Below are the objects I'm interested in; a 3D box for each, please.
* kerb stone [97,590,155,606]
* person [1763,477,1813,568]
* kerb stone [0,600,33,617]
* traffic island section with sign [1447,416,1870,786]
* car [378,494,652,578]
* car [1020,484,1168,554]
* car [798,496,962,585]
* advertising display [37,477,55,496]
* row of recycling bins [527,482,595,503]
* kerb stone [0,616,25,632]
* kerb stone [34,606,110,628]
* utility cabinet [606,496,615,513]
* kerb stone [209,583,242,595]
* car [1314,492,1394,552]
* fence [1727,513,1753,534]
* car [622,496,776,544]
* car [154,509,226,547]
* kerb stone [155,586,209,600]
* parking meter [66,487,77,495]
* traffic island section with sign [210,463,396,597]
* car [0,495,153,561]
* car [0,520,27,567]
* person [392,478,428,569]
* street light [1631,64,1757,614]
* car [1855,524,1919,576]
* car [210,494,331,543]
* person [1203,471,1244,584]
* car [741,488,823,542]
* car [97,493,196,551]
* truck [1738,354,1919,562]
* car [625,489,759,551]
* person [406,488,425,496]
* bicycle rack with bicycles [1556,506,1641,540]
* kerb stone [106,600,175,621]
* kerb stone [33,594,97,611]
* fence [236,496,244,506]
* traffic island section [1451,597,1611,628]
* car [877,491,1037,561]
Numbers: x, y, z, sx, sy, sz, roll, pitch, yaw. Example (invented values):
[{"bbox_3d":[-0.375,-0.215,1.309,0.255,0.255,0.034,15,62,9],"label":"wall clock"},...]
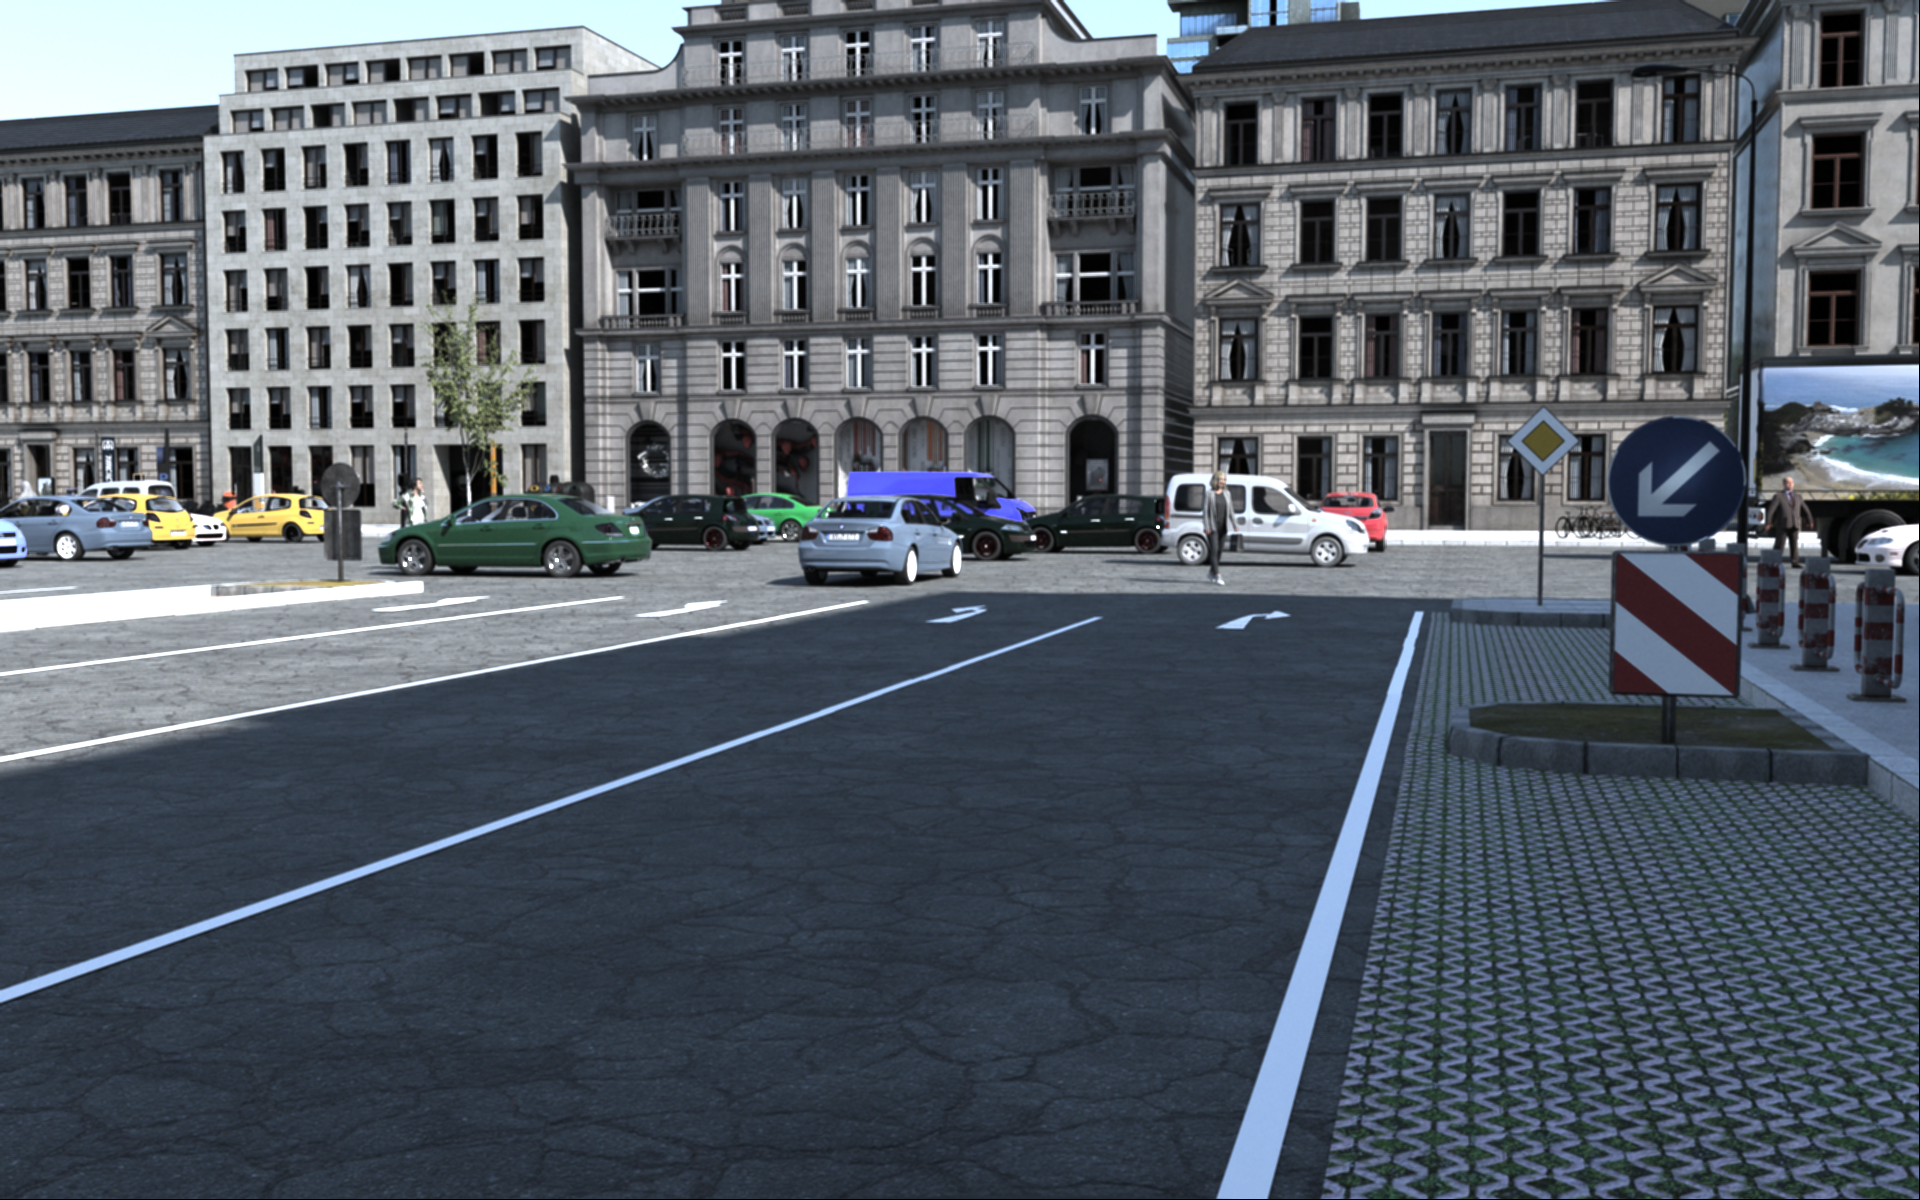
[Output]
[{"bbox_3d":[-10.935,-0.023,22.572,0.120,0.150,1.000,1,4,16],"label":"kerb stone"},{"bbox_3d":[15.992,-1.488,33.381,0.990,1.755,0.434,0,4,0],"label":"person"},{"bbox_3d":[-11.498,0.098,20.587,0.120,0.150,1.000,1,4,16],"label":"kerb stone"},{"bbox_3d":[3.755,-0.060,9.611,1.989,1.847,2.006,1,4,16],"label":"traffic island section with sign"},{"bbox_3d":[-7.911,-1.155,30.676,4.920,1.459,2.131,1,4,14],"label":"car"},{"bbox_3d":[3.351,-1.988,42.291,4.222,1.686,2.009,1,4,16],"label":"car"},{"bbox_3d":[-1.257,-1.016,28.616,2.014,1.417,4.499,1,4,15],"label":"car"},{"bbox_3d":[-34.960,-3.736,66.293,0.974,1.923,0.123,2,4,31],"label":"advertising display"},{"bbox_3d":[-13.601,-3.180,59.110,1.069,1.692,3.534,-3,5,-44],"label":"row of recycling bins"},{"bbox_3d":[-10.059,0.259,18.008,0.120,0.150,1.000,1,4,16],"label":"kerb stone"},{"bbox_3d":[-9.781,0.196,18.996,0.120,0.150,1.000,1,4,16],"label":"kerb stone"},{"bbox_3d":[-13.269,-3.338,65.742,0.306,1.237,1.020,-1,4,-14],"label":"utility cabinet"},{"bbox_3d":[-10.377,-0.144,24.553,0.120,0.150,1.000,1,4,16],"label":"kerb stone"},{"bbox_3d":[10.066,-2.175,44.595,2.155,1.783,4.494,1,4,15],"label":"car"},{"bbox_3d":[24.284,-2.418,54.908,0.278,0.683,2.069,-2,4,-28],"label":"fence"},{"bbox_3d":[-7.473,-2.296,49.544,4.499,1.417,2.014,1,4,16],"label":"car"},{"bbox_3d":[-22.552,-2.162,47.719,4.827,1.381,2.083,1,4,18],"label":"car"},{"bbox_3d":[-10.656,-0.084,23.566,0.120,0.150,1.000,1,4,16],"label":"kerb stone"},{"bbox_3d":[-33.620,-3.498,65.598,0.372,1.533,0.369,0,3,0],"label":"parking meter"},{"bbox_3d":[-9.209,-1.015,24.728,2.006,1.907,1.989,1,4,16],"label":"traffic island section with sign"},{"bbox_3d":[-20.015,-1.588,37.968,4.499,1.417,2.014,1,4,14],"label":"car"},{"bbox_3d":[-20.130,-1.481,33.813,3.694,1.707,1.945,1,4,16],"label":"car"},{"bbox_3d":[-10.295,-1.433,32.652,0.376,1.734,0.841,2,4,34],"label":"person"},{"bbox_3d":[7.941,-2.826,18.750,1.470,5.913,1.316,1,4,16],"label":"street light"},{"bbox_3d":[18.514,-1.115,30.597,4.827,1.381,2.083,1,4,17],"label":"car"},{"bbox_3d":[-20.604,-2.539,51.735,3.980,1.641,2.015,1,4,17],"label":"car"},{"bbox_3d":[4.180,-1.164,27.711,0.709,1.800,0.728,-1,4,-18],"label":"person"},{"bbox_3d":[-6.084,-2.665,52.369,4.718,1.807,1.959,1,4,15],"label":"car"},{"bbox_3d":[-21.848,-2.116,44.820,3.980,1.641,2.015,1,4,17],"label":"car"},{"bbox_3d":[22.005,-2.825,35.096,11.283,4.237,2.839,1,4,15],"label":"truck"},{"bbox_3d":[-7.209,-2.121,44.460,4.222,1.686,2.009,1,4,17],"label":"car"},{"bbox_3d":[-13.913,-2.175,44.248,0.473,1.802,0.592,-1,4,-20],"label":"person"},{"bbox_3d":[18.552,-2.238,49.972,2.925,0.926,2.852,-1,4,-11],"label":"bicycle rack with bicycles"},{"bbox_3d":[-9.499,0.135,19.994,0.120,0.150,1.000,1,4,16],"label":"kerb stone"},{"bbox_3d":[-11.219,0.037,21.583,0.120,0.150,1.000,1,4,16],"label":"kerb stone"},{"bbox_3d":[-29.258,-3.597,70.014,0.480,1.192,2.264,0,4,-6],"label":"fence"},{"bbox_3d":[6.697,0.143,19.944,2.009,0.180,2.903,1,4,16],"label":"traffic island section"},{"bbox_3d":[-0.410,-1.728,38.044,4.222,1.686,2.009,1,4,15],"label":"car"}]
